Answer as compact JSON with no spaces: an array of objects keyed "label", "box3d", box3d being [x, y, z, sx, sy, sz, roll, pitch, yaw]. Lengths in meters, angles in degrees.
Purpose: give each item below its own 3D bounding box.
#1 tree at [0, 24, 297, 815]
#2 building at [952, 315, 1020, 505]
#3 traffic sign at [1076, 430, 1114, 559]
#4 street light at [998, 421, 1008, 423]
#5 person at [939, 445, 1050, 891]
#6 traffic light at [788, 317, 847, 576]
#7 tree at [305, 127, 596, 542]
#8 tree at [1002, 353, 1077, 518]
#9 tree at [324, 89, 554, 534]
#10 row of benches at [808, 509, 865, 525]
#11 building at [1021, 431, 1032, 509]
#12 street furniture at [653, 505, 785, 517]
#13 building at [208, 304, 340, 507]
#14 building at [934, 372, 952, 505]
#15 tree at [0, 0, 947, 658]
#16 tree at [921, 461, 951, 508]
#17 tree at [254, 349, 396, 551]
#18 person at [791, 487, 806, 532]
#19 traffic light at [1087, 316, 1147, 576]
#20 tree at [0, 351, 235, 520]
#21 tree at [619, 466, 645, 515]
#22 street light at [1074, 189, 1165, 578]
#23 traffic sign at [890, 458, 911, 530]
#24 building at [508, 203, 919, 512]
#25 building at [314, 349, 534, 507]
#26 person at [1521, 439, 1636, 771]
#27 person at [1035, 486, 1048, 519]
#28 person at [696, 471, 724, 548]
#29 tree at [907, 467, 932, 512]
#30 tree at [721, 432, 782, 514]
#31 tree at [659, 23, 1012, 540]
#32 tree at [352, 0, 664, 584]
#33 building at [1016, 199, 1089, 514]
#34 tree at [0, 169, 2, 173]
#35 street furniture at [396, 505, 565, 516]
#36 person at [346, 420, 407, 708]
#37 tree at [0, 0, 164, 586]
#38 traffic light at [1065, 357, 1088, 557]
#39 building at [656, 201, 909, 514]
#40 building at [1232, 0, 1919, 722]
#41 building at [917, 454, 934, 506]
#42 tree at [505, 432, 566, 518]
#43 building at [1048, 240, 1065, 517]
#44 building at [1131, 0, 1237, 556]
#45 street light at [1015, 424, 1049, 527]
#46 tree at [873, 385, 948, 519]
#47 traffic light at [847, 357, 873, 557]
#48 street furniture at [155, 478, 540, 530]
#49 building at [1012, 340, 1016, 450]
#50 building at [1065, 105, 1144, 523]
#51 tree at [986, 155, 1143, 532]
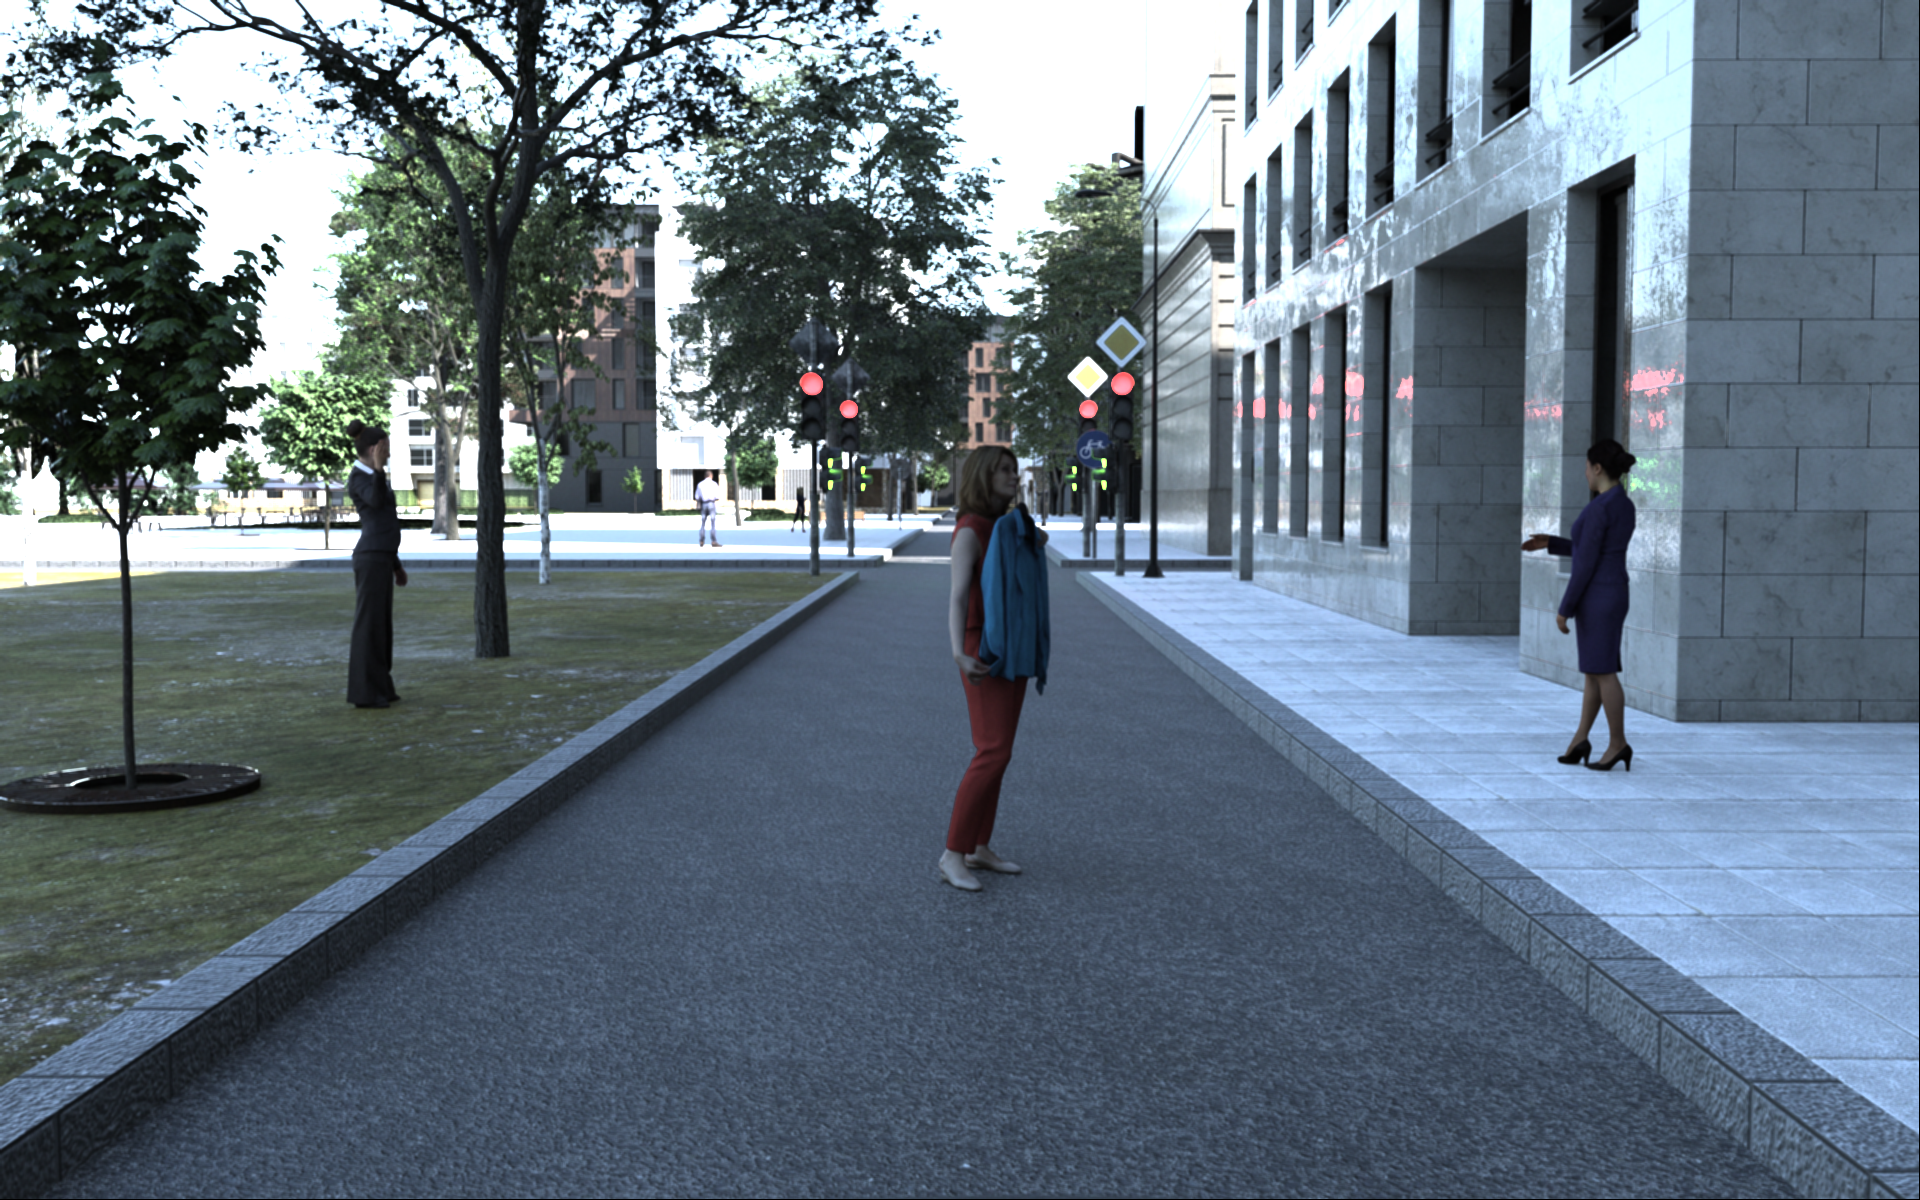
[{"label":"tree","box3d":[-3.668,-0.774,7.259,1.663,3.219,1.824,0,3,0]},{"label":"building","box3d":[15.769,-22.290,208.410,32.646,21.610,27.936,0,4,0]},{"label":"traffic sign","box3d":[2.674,-2.095,34.356,0.768,2.556,0.104,0,4,6]},{"label":"street light","box3d":[3.032,-8.416,110.135,1.470,5.913,1.316,0,4,0]},{"label":"person","box3d":[0.140,0.227,6.496,0.593,1.614,0.444,-3,4,-39]},{"label":"traffic light","box3d":[-2.268,-2.318,27.144,0.839,4.213,0.868,0,4,0]},{"label":"tree","box3d":[-13.776,-7.417,47.024,9.928,11.665,9.643,0,3,0]},{"label":"tree","box3d":[4.204,-8.619,91.276,4.360,8.622,3.978,0,3,0]},{"label":"tree","box3d":[-16.424,-9.045,55.307,7.806,13.903,7.818,0,3,0]},{"label":"row of benches","box3d":[-5.299,-3.580,73.999,1.422,0.672,4.104,2,4,24]},{"label":"building","box3d":[10.020,-12.624,148.557,9.099,9.664,28.070,0,4,0]},{"label":"street furniture","box3d":[-13.713,-5.184,100.376,5.734,0.657,10.072,1,4,20]},{"label":"building","box3d":[-68.764,-19.711,178.689,11.380,20.091,16.016,0,4,0]},{"label":"building","box3d":[-16.869,-22.354,209.462,32.646,21.610,27.936,0,4,0]},{"label":"tree","box3d":[-3.823,-4.810,13.057,8.767,10.594,7.601,1,4,16]},{"label":"tree","box3d":[-2.413,-11.136,165.794,4.285,4.588,4.351,0,3,0]},{"label":"tree","box3d":[-14.441,-3.401,39.326,4.285,4.588,4.351,0,3,0]},{"label":"person","box3d":[-5.442,-3.044,58.358,0.613,1.512,0.480,1,4,16]},{"label":"traffic light","box3d":[2.493,-2.317,27.122,0.839,4.213,0.868,0,4,0]},{"label":"tree","box3d":[-51.339,-12.265,102.361,18.604,14.587,13.155,0,4,-1]},{"label":"tree","box3d":[-20.319,-6.982,108.756,1.663,3.219,1.824,0,3,0]},{"label":"street light","box3d":[2.444,-3.303,26.543,1.470,5.913,1.316,0,4,0]},{"label":"traffic sign","box3d":[-2.118,-3.755,61.494,0.768,2.556,0.104,0,4,2]},{"label":"building","box3d":[-17.901,-18.003,138.331,27.936,21.610,32.646,0,4,0]},{"label":"building","box3d":[-47.337,-19.054,177.990,31.486,18.905,16.747,0,4,0]},{"label":"person","box3d":[2.886,0.017,8.128,0.546,1.535,0.453,2,4,25]},{"label":"person","box3d":[4.243,-5.106,90.321,0.742,1.727,0.445,1,4,11]},{"label":"person","box3d":[-5.962,-2.174,41.451,0.709,1.838,0.599,1,4,17]},{"label":"tree","box3d":[-2.930,-7.943,124.476,1.663,3.219,1.824,0,3,0]},{"label":"tree","box3d":[-10.309,-6.222,85.442,4.285,4.588,4.351,0,3,0]},{"label":"tree","box3d":[-3.388,-8.640,47.926,9.857,13.997,8.962,0,3,0]},{"label":"tree","box3d":[-6.042,-4.526,24.367,4.737,8.622,4.395,0,3,0]},{"label":"building","box3d":[12.139,-15.933,116.918,16.016,20.091,11.380,0,4,0]},{"label":"tree","box3d":[-28.012,-7.291,44.958,9.928,11.665,9.643,0,3,0]},{"label":"street furniture","box3d":[-28.757,-5.295,102.205,10.072,0.657,5.734,1,4,9]},{"label":"person","box3d":[-3.436,-0.216,10.380,0.445,1.727,0.742,-3,5,-39]},{"label":"tree","box3d":[-13.281,-4.501,23.957,4.360,8.622,3.978,0,3,0]},{"label":"traffic light","box3d":[2.557,-2.805,35.107,0.839,4.213,0.868,0,4,0]},{"label":"building","box3d":[-11.383,-15.898,116.352,16.016,20.091,11.380,0,4,0]},{"label":"building","box3d":[9.280,-9.951,17.446,10.420,20.320,16.860,0,4,0]},{"label":"building","box3d":[-16.683,-14.642,181.541,28.070,9.664,9.099,0,4,0]},{"label":"tree","box3d":[-22.603,-6.644,92.343,4.285,4.588,4.351,0,3,0]},{"label":"building","box3d":[13.558,-14.347,102.028,16.820,18.784,16.811,0,4,0]},{"label":"building","box3d":[19.421,-12.785,42.315,30.059,22.955,16.112,0,4,0]},{"label":"street light","box3d":[2.742,-5.809,67.517,1.470,5.913,1.316,0,4,0]},{"label":"tree","box3d":[-2.965,-8.476,88.950,4.360,8.622,3.978,0,3,0]},{"label":"traffic light","box3d":[-2.204,-2.806,35.129,0.839,4.213,0.868,0,4,0]},{"label":"street furniture","box3d":[-24.371,-4.265,74.756,14.083,1.986,27.439,0,4,-7]},{"label":"building","box3d":[13.427,-19.051,167.899,16.016,20.091,11.380,0,4,0]},{"label":"building","box3d":[13.817,-12.962,79.383,16.820,18.784,16.811,0,4,0]},{"label":"tree","box3d":[4.753,-8.590,58.567,7.486,12.596,7.792,0,3,0]}]
